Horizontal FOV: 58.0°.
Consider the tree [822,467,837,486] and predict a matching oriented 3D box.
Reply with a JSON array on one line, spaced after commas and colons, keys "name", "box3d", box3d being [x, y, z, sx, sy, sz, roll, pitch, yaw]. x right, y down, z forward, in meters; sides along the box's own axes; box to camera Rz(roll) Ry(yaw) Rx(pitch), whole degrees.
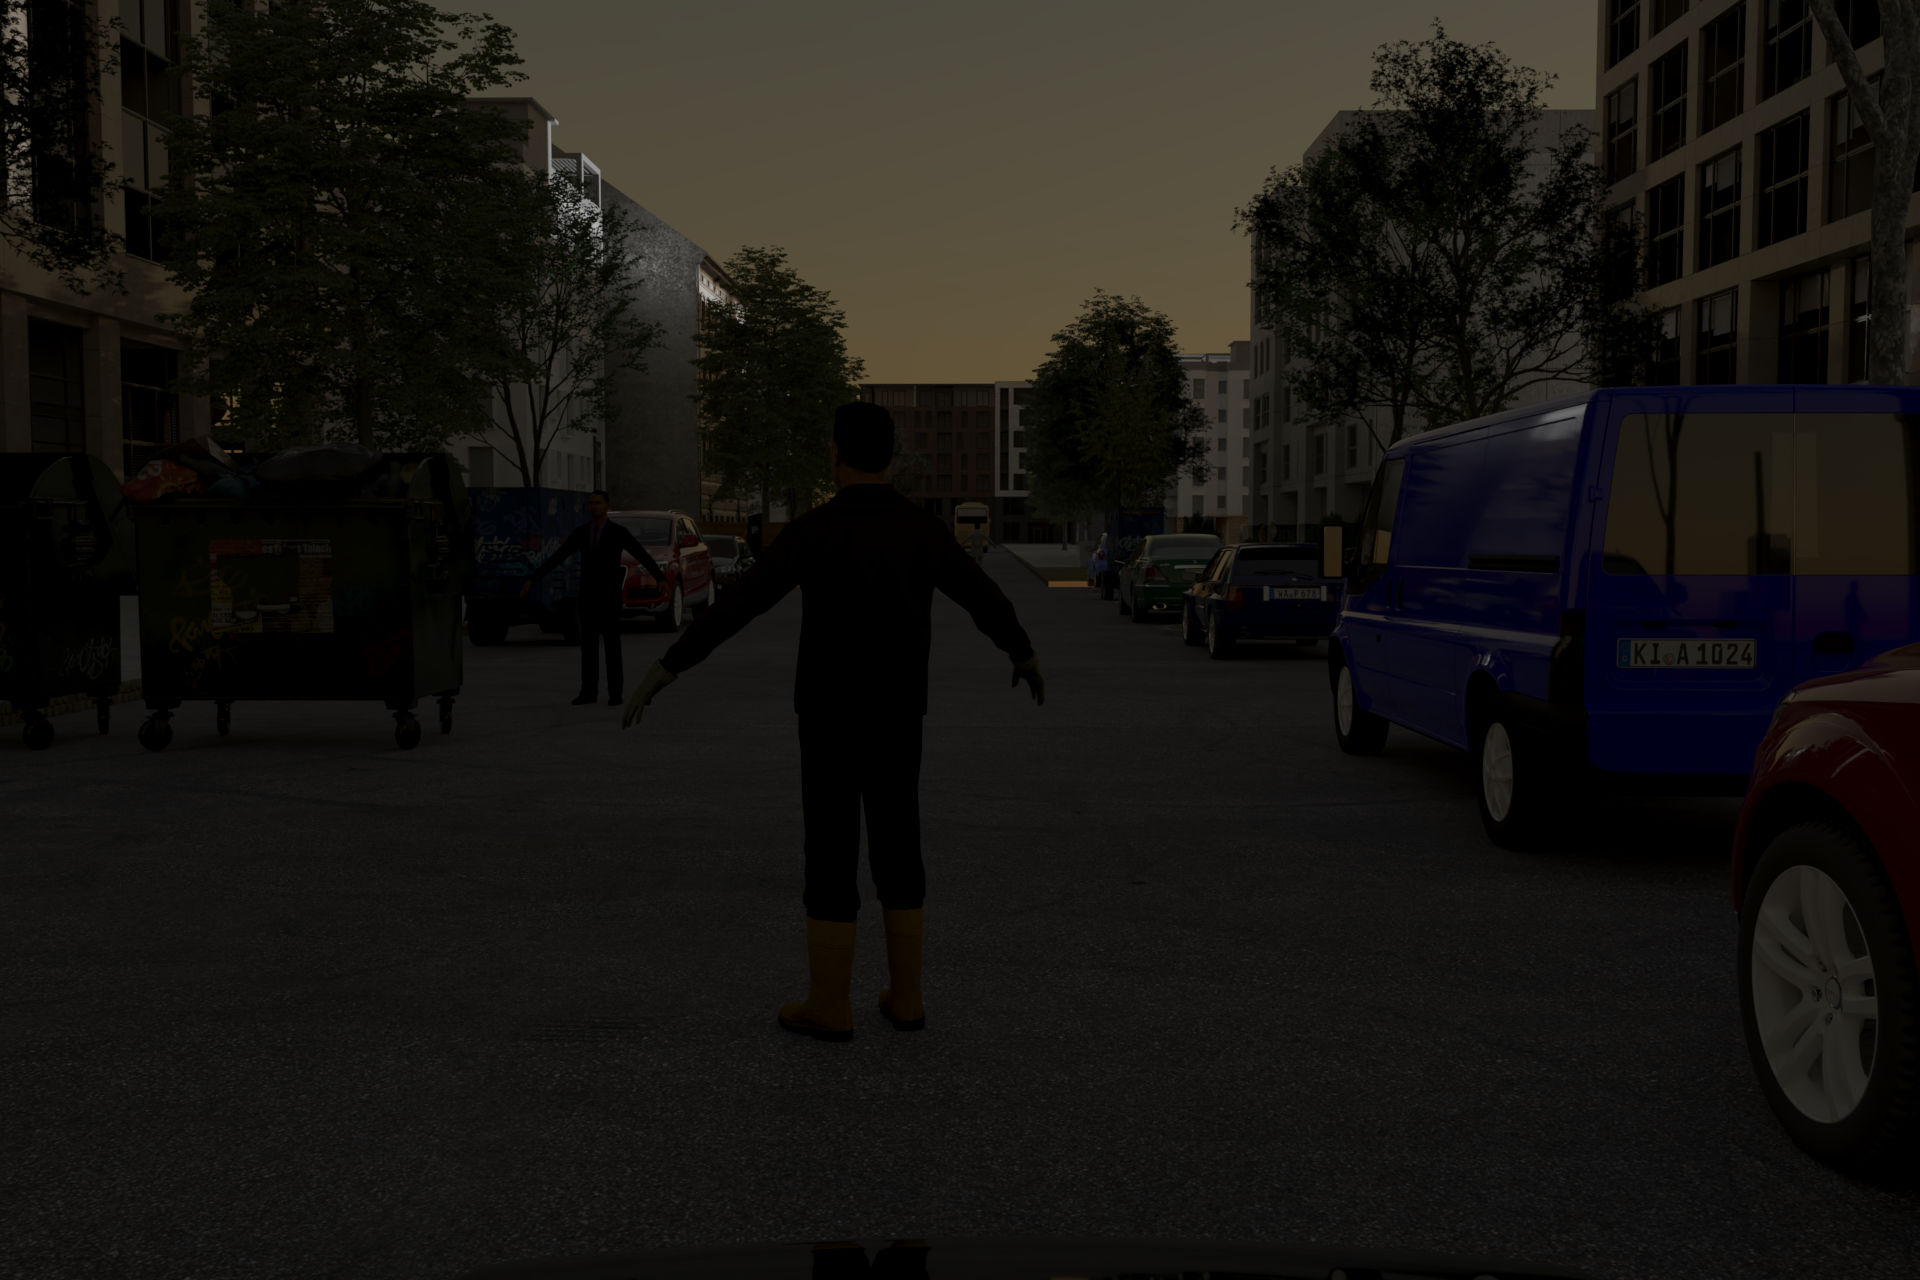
[{"name": "tree", "box3d": [-7.400, -10.000, 113.854, 4.737, 8.622, 4.395, 0, 3, 0]}]

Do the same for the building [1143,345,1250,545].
[{"name": "building", "box3d": [24.185, -19.881, 181.468, 16.016, 20.090, 11.380, 0, 4, 0]}]

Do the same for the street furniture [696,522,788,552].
[{"name": "street furniture", "box3d": [-8.659, -3.494, 63.985, 11.010, 1.723, 9.812, 1, 4, 20]}]

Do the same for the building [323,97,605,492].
[{"name": "building", "box3d": [-23.573, -13.464, 76.562, 16.016, 20.090, 11.380, 0, 4, 2]}]

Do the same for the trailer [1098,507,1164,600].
[{"name": "trailer", "box3d": [3.809, -1.923, 38.491, 1.471, 1.999, 3.904, 0, 4, 0]}]

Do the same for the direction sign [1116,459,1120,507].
[{"name": "direction sign", "box3d": [4.843, -3.731, 52.996, 0.379, 3.537, 0.876, 0, 4, 0]}]

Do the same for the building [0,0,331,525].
[{"name": "building", "box3d": [-31.644, -16.631, 38.140, 22.709, 31.103, 35.509, 0, 4, 0]}]

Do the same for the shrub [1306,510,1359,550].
[{"name": "shrub", "box3d": [11.509, -2.993, 53.361, 1.690, 2.028, 1.600, 0, 3, 0]}]

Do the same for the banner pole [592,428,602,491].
[{"name": "banner pole", "box3d": [-8.579, -3.121, 41.038, 0.401, 3.779, 0.863, 0, 4, 2]}]

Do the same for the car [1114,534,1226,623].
[{"name": "car", "box3d": [3.720, -1.076, 29.394, 2.131, 1.459, 4.920, 0, 4, 1]}]

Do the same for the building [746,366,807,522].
[{"name": "building", "box3d": [-25.574, -21.035, 174.857, 19.493, 23.208, 18.063, 0, 4, 2]}]

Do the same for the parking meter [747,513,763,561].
[{"name": "parking meter", "box3d": [-5.588, -2.535, 47.159, 0.399, 1.863, 0.255, 0, 4, 1]}]

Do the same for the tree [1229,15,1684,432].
[{"name": "tree", "box3d": [9.380, -5.910, 31.047, 8.767, 10.594, 7.601, -2, 4, -31]}]

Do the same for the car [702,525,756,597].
[{"name": "car", "box3d": [-5.413, -1.693, 37.467, 2.009, 1.686, 4.222, 0, 4, 1]}]

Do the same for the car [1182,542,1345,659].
[{"name": "car", "box3d": [3.738, -0.523, 21.126, 1.945, 1.354, 3.894, 0, 4, 0]}]

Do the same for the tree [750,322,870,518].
[{"name": "tree", "box3d": [-8.009, -10.645, 92.166, 7.486, 12.596, 7.792, 0, 3, 0]}]

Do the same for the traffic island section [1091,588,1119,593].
[{"name": "traffic island section", "box3d": [4.243, -1.217, 42.767, 1.991, 0.108, 1.994, 0, 4, 2]}]

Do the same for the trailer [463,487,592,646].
[{"name": "trailer", "box3d": [-5.545, -0.901, 21.785, 1.471, 1.999, 3.904, 0, 4, 1]}]

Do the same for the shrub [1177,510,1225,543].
[{"name": "shrub", "box3d": [7.259, -2.952, 52.689, 1.690, 2.028, 1.600, 0, 3, 0]}]

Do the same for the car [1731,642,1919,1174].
[{"name": "car", "box3d": [2.941, 0.390, 2.292, 2.281, 1.827, 5.304, 0, 4, 0]}]

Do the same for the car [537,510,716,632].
[{"name": "car", "box3d": [-5.089, -1.116, 26.919, 2.281, 1.827, 5.304, 0, 4, 1]}]

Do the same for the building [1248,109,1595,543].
[{"name": "building", "box3d": [24.309, -13.119, 80.947, 16.747, 18.905, 31.486, 0, 4, 1]}]

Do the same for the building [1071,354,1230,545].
[{"name": "building", "box3d": [27.482, -22.547, 212.618, 27.936, 21.610, 32.646, 0, 4, 1]}]

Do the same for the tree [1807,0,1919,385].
[{"name": "tree", "box3d": [8.540, -9.956, 18.668, 12.611, 20.169, 13.585, 0, 3, 0]}]

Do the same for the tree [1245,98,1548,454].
[{"name": "tree", "box3d": [10.493, -7.089, 41.668, 9.928, 11.665, 9.643, 0, 3, 0]}]

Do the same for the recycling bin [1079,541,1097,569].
[{"name": "recycling bin", "box3d": [4.840, -3.188, 64.679, 0.722, 1.027, 0.722, 0, 3, 0]}]

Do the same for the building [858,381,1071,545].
[{"name": "building", "box3d": [2.672, -24.305, 243.821, 32.646, 21.610, 27.936, 0, 4, 1]}]

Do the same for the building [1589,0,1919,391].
[{"name": "building", "box3d": [29.865, -14.416, 38.898, 19.351, 26.588, 34.151, 0, 4, 1]}]

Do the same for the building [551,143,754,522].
[{"name": "building", "box3d": [-23.126, -16.608, 102.476, 19.493, 23.208, 18.063, 0, 4, 1]}]

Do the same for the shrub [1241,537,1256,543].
[{"name": "shrub", "box3d": [10.430, -3.142, 62.481, 1.383, 1.207, 1.383, 0, 3, 0]}]

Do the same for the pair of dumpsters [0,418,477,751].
[{"name": "pair of dumpsters", "box3d": [-5.705, -0.423, 11.873, 4.436, 2.255, 1.574, 0, 4, 1]}]

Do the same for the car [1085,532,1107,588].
[{"name": "car", "box3d": [4.327, -2.246, 46.306, 1.945, 1.707, 3.694, 0, 4, 0]}]
